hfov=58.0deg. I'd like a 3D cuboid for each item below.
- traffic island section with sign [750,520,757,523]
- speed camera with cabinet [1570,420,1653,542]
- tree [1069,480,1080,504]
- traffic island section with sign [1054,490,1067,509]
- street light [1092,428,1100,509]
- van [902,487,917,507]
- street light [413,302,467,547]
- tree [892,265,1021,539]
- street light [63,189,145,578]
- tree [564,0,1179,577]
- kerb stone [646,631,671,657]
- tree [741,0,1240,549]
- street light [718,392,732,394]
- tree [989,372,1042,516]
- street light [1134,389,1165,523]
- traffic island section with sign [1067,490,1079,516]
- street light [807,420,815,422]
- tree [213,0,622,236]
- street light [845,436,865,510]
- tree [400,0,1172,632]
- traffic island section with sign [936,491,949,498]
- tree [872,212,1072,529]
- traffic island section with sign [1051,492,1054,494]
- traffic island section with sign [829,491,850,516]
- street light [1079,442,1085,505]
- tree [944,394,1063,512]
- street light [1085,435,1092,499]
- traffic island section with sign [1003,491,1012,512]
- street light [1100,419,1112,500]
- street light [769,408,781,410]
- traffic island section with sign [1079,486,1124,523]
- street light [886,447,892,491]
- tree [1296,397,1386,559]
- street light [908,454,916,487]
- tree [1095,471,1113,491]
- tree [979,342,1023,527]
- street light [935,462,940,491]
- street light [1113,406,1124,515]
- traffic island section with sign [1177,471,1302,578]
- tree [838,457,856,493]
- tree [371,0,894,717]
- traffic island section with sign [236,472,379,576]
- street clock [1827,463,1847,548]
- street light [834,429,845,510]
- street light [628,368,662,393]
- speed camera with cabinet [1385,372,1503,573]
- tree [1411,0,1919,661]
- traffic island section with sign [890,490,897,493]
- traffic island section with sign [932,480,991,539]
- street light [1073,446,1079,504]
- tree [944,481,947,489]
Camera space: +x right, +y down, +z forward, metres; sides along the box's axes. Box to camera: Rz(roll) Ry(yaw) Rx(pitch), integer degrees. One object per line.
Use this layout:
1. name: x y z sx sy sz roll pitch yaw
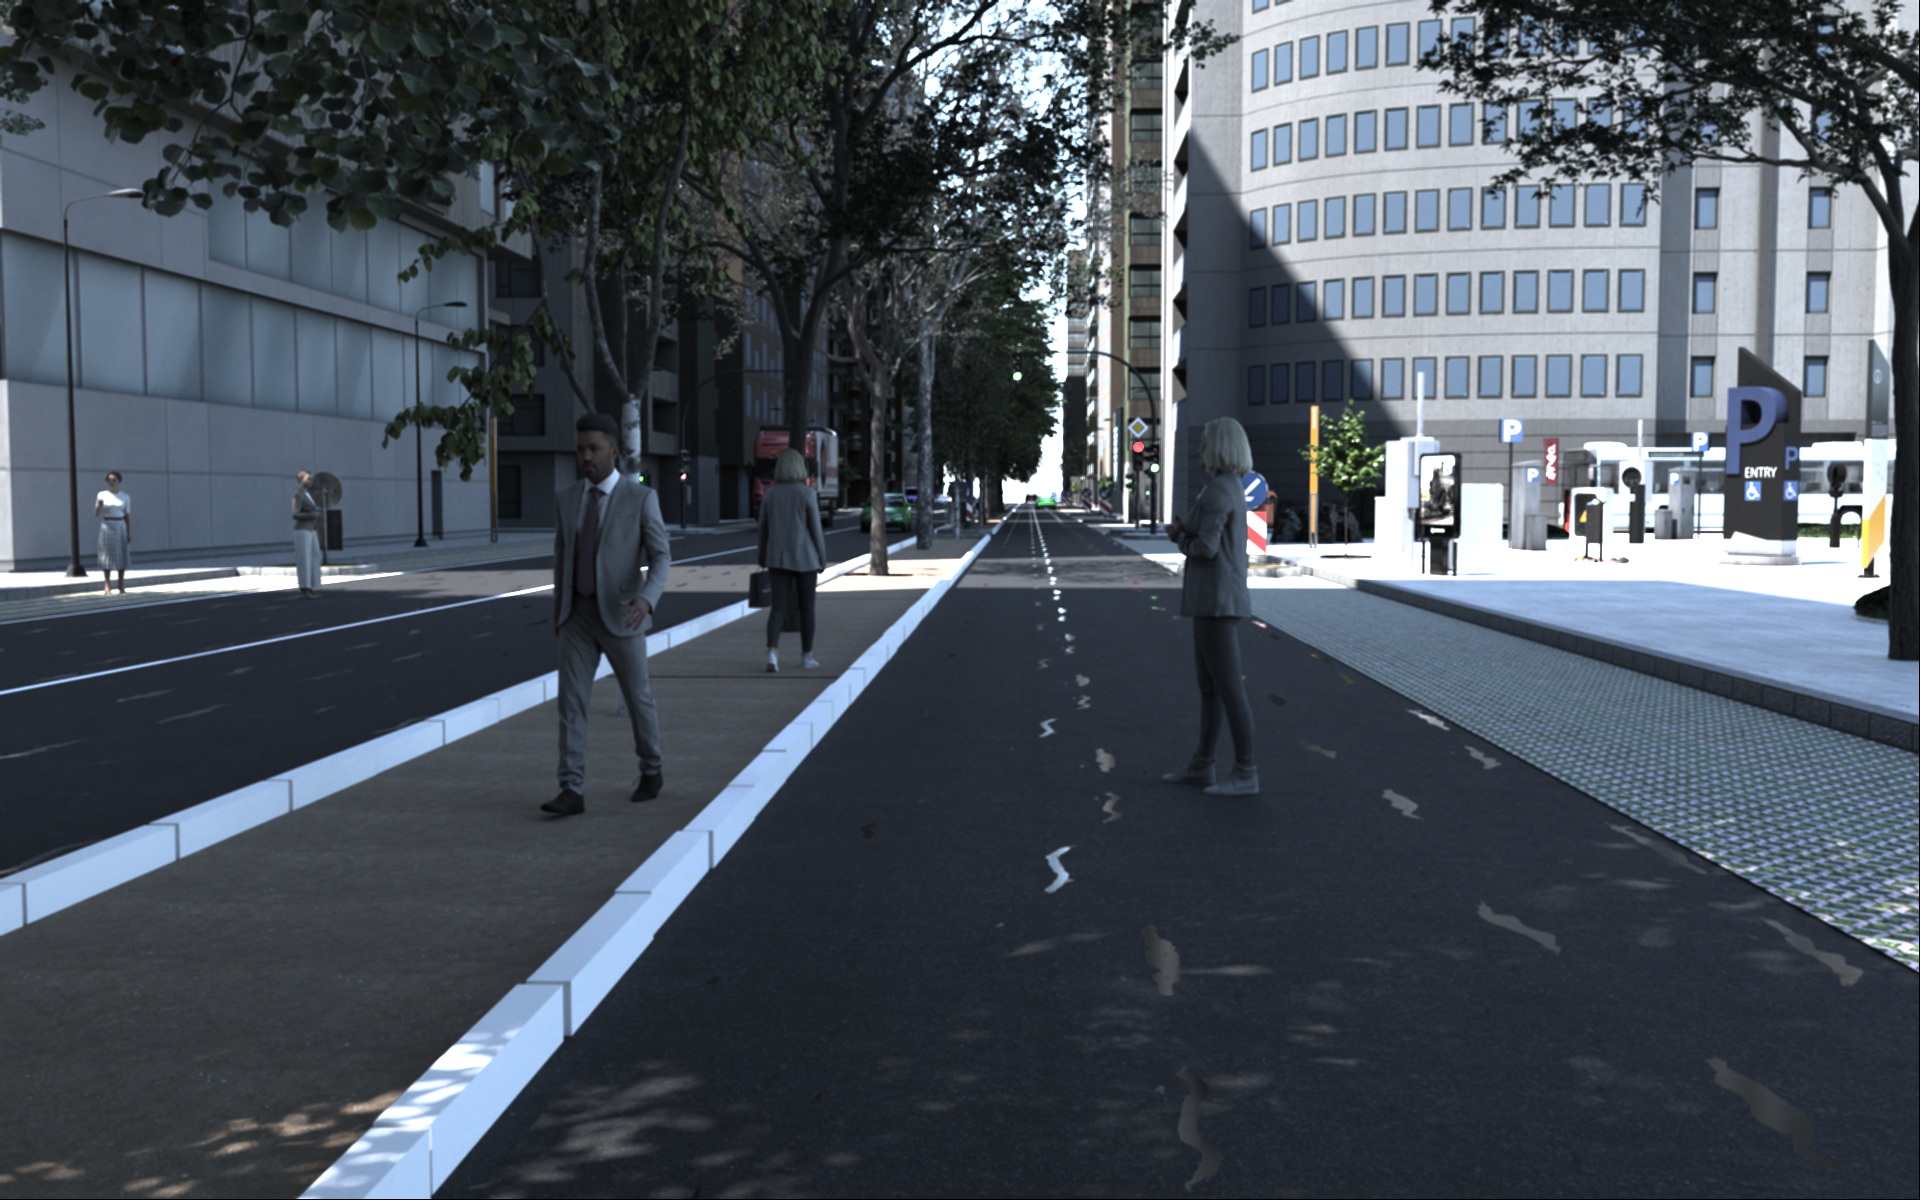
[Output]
1. traffic island section with sign: -9.313 -4.730 85.967 1.989 1.847 2.006 0 4 2
2. speed camera with cabinet: 17.516 -3.196 46.590 0.660 3.252 2.038 -3 5 -44
3. tree: 15.400 -14.442 230.721 1.663 3.219 1.824 0 3 0
4. traffic island section with sign: 10.099 -9.393 162.198 1.989 1.847 2.006 0 4 2
5. street light: 10.251 -9.133 121.873 1.470 5.913 1.316 0 4 2
6. van: -3.872 -9.014 151.759 2.240 2.365 5.245 0 4 1
7. street light: -12.582 -4.245 41.947 1.470 5.913 1.316 0 4 2
8. tree: -0.086 -6.202 54.229 4.360 8.622 3.978 0 3 0
9. street light: -13.128 -3.305 26.579 1.470 5.913 1.316 0 4 2
10. tree: -1.441 -7.161 29.912 12.009 13.543 11.850 0 3 0
11. kerb stone: -2.768 0.415 15.459 0.120 0.150 1.000 0 4 2
12. tree: 0.269 -11.304 43.159 12.611 20.169 13.585 0 3 0
13. street light: -11.013 -6.489 78.629 1.470 5.913 1.316 0 4 2
14. tree: 2.037 -11.378 114.237 9.928 11.665 9.643 0 3 0
15. street light: 8.402 -6.380 76.858 1.470 5.913 1.316 0 4 2
16. traffic island section with sign: 8.143 -6.379 112.925 1.989 1.847 2.006 0 4 2
17. street light: -9.764 -8.315 108.485 1.470 5.913 1.316 0 4 2
18. tree: -2.549 -5.747 3.077 9.857 13.997 8.962 0 3 0
19. street light: -8.630 -10.251 140.141 1.470 5.913 1.316 0 4 2
20. tree: -1.781 -4.920 17.307 8.767 10.594 7.601 0 4 2
21. traffic island section with sign: -2.951 -14.515 245.945 1.989 1.847 2.006 0 4 2
22. tree: 0.485 -8.996 67.669 7.486 12.596 7.792 0 3 0
23. traffic island section with sign: 11.204 -11.094 190.020 1.989 1.847 2.006 0 4 2
24. traffic island section with sign: -8.226 -6.394 113.172 1.989 1.847 2.006 0 4 2
25. street light: 11.588 -11.088 153.823 1.470 5.913 1.316 0 4 2
26. tree: 3.156 -13.119 133.964 9.611 12.733 9.660 0 3 0
27. street light: 10.868 -10.066 137.116 1.470 5.913 1.316 0 4 2
28. traffic island section with sign: 3.157 -7.948 138.086 2.006 1.907 1.989 0 4 2
29. street light: 9.572 -8.221 106.947 1.470 5.913 1.316 0 4 2
30. street light: -10.346 -7.401 93.555 1.470 5.913 1.316 0 4 2
31. traffic island section with sign: 7.069 -4.722 85.830 1.989 1.847 2.006 0 4 2
32. street light: -7.391 -12.077 169.997 1.470 5.913 1.316 0 4 2
33. tree: 7.860 -2.450 34.656 1.663 3.219 1.824 0 3 0
34. street light: -6.180 -13.940 200.452 1.470 5.913 1.316 0 4 2
35. tree: 11.769 -8.901 140.140 1.663 3.219 1.824 0 3 0
36. tree: 0.864 -7.410 73.979 4.737 8.622 4.395 0 3 0
37. street light: -3.509 -18.109 268.621 1.470 5.913 1.316 0 4 2
38. street light: 9.030 -7.293 91.786 1.470 5.913 1.316 0 4 2
39. traffic island section with sign: 4.862 -1.334 30.436 1.989 1.847 2.006 0 4 2
40. tree: -10.253 -9.293 135.662 4.285 4.588 4.351 0 3 0
41. tree: -2.163 -3.566 11.119 4.737 8.622 4.395 0 3 0
42. traffic island section with sign: -11.509 -1.359 30.854 1.989 1.847 2.006 0 4 2
43. street clock: 20.732 -2.228 40.995 0.358 2.002 0.471 0 4 -1
44. street light: -9.203 -9.235 123.532 1.470 5.913 1.316 0 4 2
45. street light: -11.617 -5.575 63.700 1.470 5.913 1.316 0 4 2
46. speed camera with cabinet: 8.046 -2.104 28.734 2.038 3.252 0.660 -2 4 -25
47. tree: 7.009 -4.815 13.139 7.601 10.594 8.767 0 4 -1
48. traffic island section with sign: -6.220 -9.486 163.724 1.989 1.847 2.006 0 4 2
49. traffic island section with sign: -0.124 -2.903 55.605 2.006 1.907 1.989 0 4 2
50. street light: 12.061 -12.001 168.757 1.470 5.913 1.316 0 4 2
51. tree: -3.949 -19.244 298.357 4.285 4.588 4.351 0 3 0
